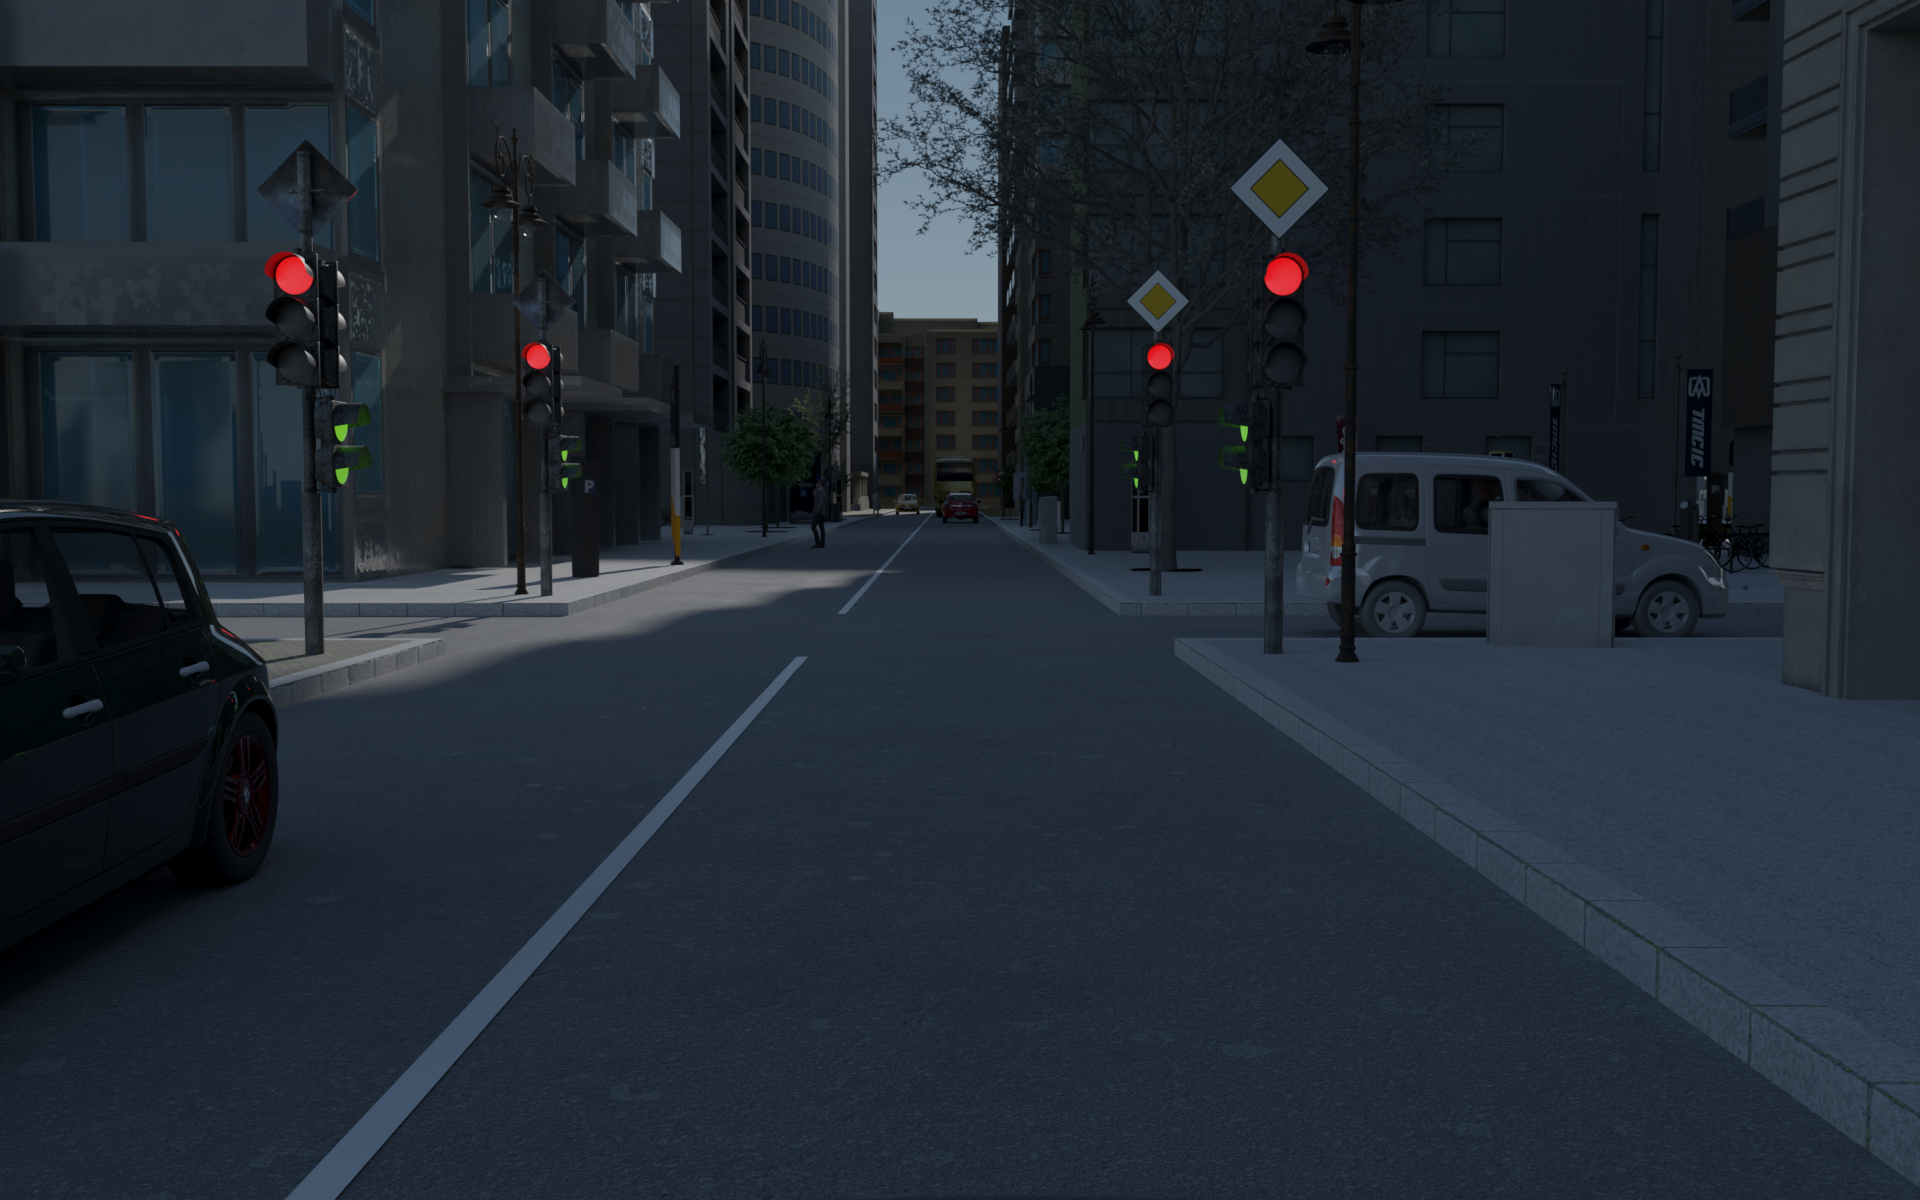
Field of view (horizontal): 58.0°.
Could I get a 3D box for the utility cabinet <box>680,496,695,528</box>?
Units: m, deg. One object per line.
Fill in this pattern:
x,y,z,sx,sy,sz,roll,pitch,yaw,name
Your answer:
-10.400,-3.311,65.295,0.306,1.237,1.020,1,4,23,utility cabinet

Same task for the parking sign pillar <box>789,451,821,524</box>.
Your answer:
-6.660,-5.278,74.774,1.447,3.967,1.447,2,4,26,parking sign pillar

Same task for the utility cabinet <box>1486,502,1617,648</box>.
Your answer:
5.012,-0.215,14.684,1.020,1.237,0.306,1,4,19,utility cabinet

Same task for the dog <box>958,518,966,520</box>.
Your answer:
0.130,-4.638,96.030,0.550,0.427,0.748,1,4,9,dog

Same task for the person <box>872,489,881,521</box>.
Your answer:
-4.525,-5.156,93.555,0.466,1.731,0.760,0,4,6,person

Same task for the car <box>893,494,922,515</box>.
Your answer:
-3.675,-6.829,121.872,2.015,1.641,3.980,0,4,-1,car

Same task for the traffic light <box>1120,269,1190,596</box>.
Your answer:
2.457,-2.012,21.820,0.839,4.253,0.868,0,4,0,traffic light

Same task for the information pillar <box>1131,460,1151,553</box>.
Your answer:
3.917,-2.022,37.546,0.304,2.012,0.304,-1,4,-23,information pillar

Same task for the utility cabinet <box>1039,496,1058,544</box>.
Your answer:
2.287,-2.078,45.130,0.306,1.237,1.020,-1,4,-9,utility cabinet

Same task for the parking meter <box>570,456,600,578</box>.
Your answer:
-5.781,-1.286,26.738,0.255,1.863,0.399,3,5,43,parking meter

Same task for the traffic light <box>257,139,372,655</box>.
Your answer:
-5.158,-1.520,13.775,0.839,4.253,0.868,0,4,0,traffic light

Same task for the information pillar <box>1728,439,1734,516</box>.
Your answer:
29.590,-4.577,66.195,0.183,3.616,0.504,-1,4,-20,information pillar

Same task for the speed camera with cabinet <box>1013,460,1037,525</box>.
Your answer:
2.722,-4.771,72.333,0.660,3.252,2.038,1,4,16,speed camera with cabinet

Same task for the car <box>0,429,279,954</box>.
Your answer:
-3.435,0.293,5.000,2.009,1.686,4.222,0,4,-1,car

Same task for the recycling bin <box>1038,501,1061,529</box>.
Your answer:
3.251,-3.082,62.938,0.722,1.027,0.722,1,4,11,recycling bin

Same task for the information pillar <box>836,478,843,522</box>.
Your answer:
-5.591,-4.633,80.248,0.304,2.012,0.304,0,4,-1,information pillar

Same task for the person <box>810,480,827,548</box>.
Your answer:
-3.770,-2.292,46.150,0.473,1.802,0.592,1,4,22,person

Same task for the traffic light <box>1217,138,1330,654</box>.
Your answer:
2.503,-1.524,13.835,0.839,4.253,0.868,0,4,0,traffic light

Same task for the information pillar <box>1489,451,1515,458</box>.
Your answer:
9.291,-1.545,29.752,0.304,2.012,0.304,-2,4,-35,information pillar

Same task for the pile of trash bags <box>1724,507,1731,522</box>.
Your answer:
40.941,-4.769,87.720,3.447,1.369,1.912,-1,4,-14,pile of trash bags

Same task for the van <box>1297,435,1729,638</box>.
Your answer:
5.510,-0.633,17.367,4.112,2.044,2.013,0,4,-1,van

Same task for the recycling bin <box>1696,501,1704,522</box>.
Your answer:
27.158,-3.177,64.500,0.722,1.027,0.722,-2,4,-28,recycling bin

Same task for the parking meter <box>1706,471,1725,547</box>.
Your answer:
18.402,-2.230,42.179,0.399,1.863,0.255,2,4,24,parking meter

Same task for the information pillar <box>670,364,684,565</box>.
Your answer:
-5.165,-2.451,31.429,0.183,3.616,0.504,-1,4,-19,information pillar

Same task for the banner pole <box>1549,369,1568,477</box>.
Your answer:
11.942,-2.727,34.596,0.401,3.779,0.863,3,5,44,banner pole

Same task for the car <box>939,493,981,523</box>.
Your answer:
0.007,-4.750,86.705,2.155,1.783,4.494,0,4,-1,car

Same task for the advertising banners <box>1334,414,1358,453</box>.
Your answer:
9.219,-2.552,37.907,2.074,3.025,0.090,1,4,19,advertising banners

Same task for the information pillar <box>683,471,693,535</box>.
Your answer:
-8.620,-3.083,54.905,0.304,2.012,0.304,-1,4,-9,information pillar

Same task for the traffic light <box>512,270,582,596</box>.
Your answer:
-5.204,-2.009,21.760,0.839,4.253,0.868,0,4,0,traffic light

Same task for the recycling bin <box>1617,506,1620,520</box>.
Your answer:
34.224,-4.694,89.305,0.722,1.027,0.722,1,4,12,recycling bin

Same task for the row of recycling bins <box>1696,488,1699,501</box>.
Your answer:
30.661,-4.058,73.454,1.069,1.692,3.534,1,4,18,row of recycling bins

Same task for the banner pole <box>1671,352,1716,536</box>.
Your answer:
12.862,-2.481,30.576,0.863,3.779,0.401,0,4,1,banner pole

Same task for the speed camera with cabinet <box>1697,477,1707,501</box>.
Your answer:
35.293,-5.415,82.877,0.660,3.252,2.038,2,4,30,speed camera with cabinet

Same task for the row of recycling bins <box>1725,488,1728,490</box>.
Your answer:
42.041,-5.234,92.681,1.069,1.692,3.534,0,4,-7,row of recycling bins

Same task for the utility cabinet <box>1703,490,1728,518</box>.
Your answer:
40.299,-5.119,92.369,0.318,1.500,1.173,-3,4,-38,utility cabinet

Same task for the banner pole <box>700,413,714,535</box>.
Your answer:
-7.964,-3.912,53.985,0.401,3.779,0.863,-2,4,-29,banner pole
